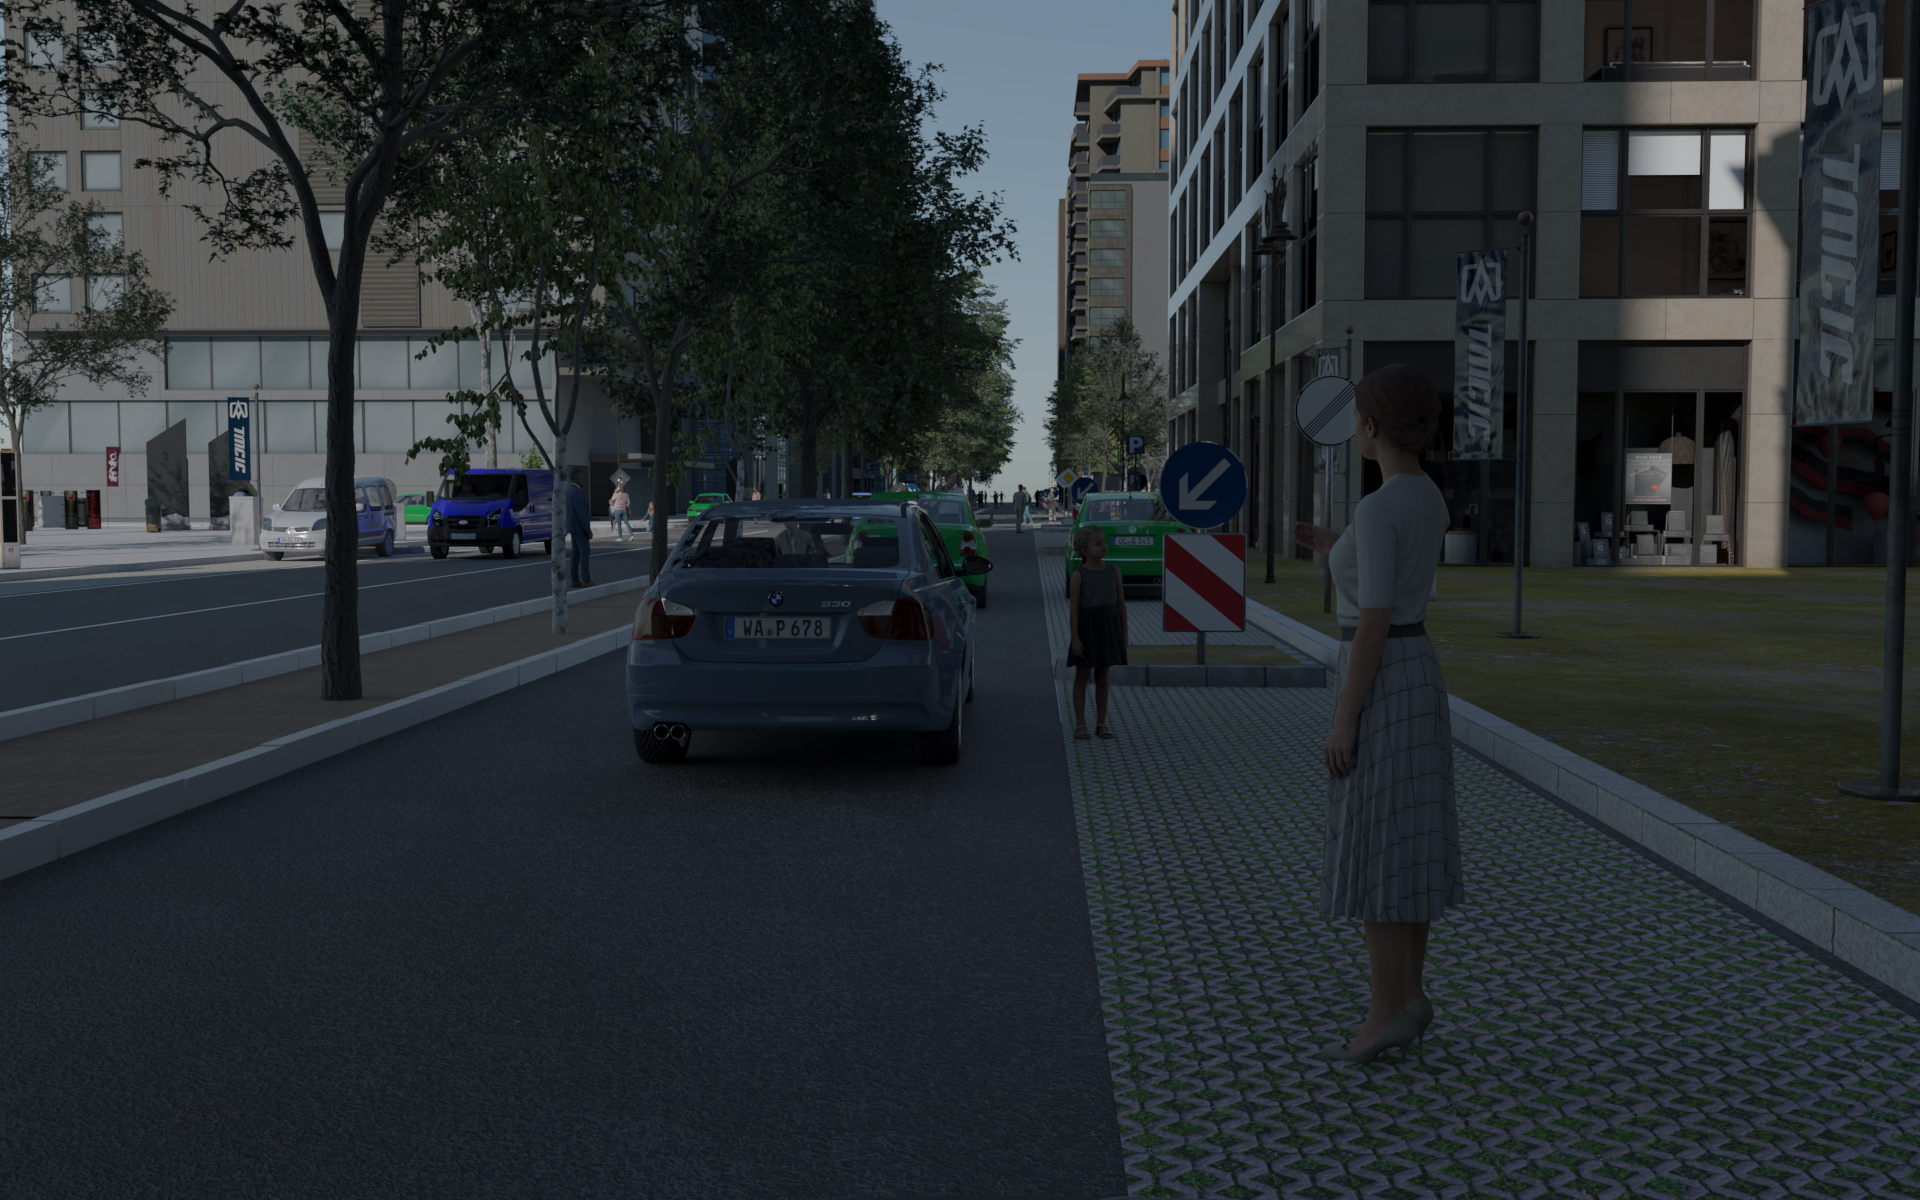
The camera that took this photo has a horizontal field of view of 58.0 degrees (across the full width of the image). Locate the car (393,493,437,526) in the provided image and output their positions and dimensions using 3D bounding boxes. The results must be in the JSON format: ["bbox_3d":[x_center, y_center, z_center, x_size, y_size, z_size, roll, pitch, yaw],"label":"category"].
[{"bbox_3d":[-22.076,-3.716,69.550,4.718,1.807,1.959,0,4,3],"label":"car"}]

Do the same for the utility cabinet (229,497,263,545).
[{"bbox_3d":[-18.069,-2.001,43.879,1.020,1.237,0.306,2,4,34],"label":"utility cabinet"}]

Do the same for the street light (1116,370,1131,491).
[{"bbox_3d":[6.111,-5.637,64.960,0.468,5.910,1.993,0,4,2],"label":"street light"}]

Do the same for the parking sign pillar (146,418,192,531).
[{"bbox_3d":[-28.052,-4.456,61.330,1.447,3.967,1.447,-1,4,-15],"label":"parking sign pillar"}]

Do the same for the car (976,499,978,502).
[{"bbox_3d":[2.597,-16.408,280.072,2.131,1.459,4.920,0,4,1],"label":"car"}]

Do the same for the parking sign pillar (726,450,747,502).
[{"bbox_3d":[-13.779,-7.240,106.843,1.447,3.967,1.447,2,4,25],"label":"parking sign pillar"}]

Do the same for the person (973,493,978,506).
[{"bbox_3d":[1.681,-12.019,205.085,0.705,1.814,1.350,-3,5,-42],"label":"person"}]

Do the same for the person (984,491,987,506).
[{"bbox_3d":[2.913,-12.063,205.600,0.599,1.838,0.709,-1,4,-23],"label":"person"}]

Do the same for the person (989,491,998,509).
[{"bbox_3d":[3.358,-9.922,171.260,0.750,1.759,0.617,-2,4,-30],"label":"person"}]

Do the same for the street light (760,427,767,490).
[{"bbox_3d":[-13.047,-8.656,114.313,0.468,5.910,1.993,0,4,2],"label":"street light"}]

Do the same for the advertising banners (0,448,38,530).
[{"bbox_3d":[-36.065,-4.332,67.014,0.090,3.025,2.074,2,4,30],"label":"advertising banners"}]

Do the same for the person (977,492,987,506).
[{"bbox_3d":[2.312,-10.916,187.695,1.217,1.735,0.721,1,4,20],"label":"person"}]

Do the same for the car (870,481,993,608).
[{"bbox_3d":[-0.529,-0.876,23.117,1.959,1.807,4.718,0,4,0],"label":"car"}]

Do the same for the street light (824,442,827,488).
[{"bbox_3d":[-11.665,-10.894,150.907,0.468,5.910,1.993,0,4,2],"label":"street light"}]

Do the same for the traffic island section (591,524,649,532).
[{"bbox_3d":[-13.006,-2.686,66.198,2.009,0.180,2.903,0,4,2],"label":"traffic island section"}]

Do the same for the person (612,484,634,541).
[{"bbox_3d":[-10.215,-2.665,52.668,0.593,1.750,0.643,-3,5,-42],"label":"person"}]

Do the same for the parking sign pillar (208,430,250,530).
[{"bbox_3d":[-26.006,-4.476,61.652,1.447,3.967,1.447,-1,4,-11],"label":"parking sign pillar"}]

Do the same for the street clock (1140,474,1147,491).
[{"bbox_3d":[6.576,-3.586,63.197,0.471,2.002,0.358,-1,4,-17],"label":"street clock"}]

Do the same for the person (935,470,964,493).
[{"bbox_3d":[-0.224,-1.244,28.935,0.679,1.850,0.850,0,4,4],"label":"person"}]

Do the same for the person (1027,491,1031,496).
[{"bbox_3d":[8.136,-12.031,205.651,0.683,1.767,0.568,-1,4,-15],"label":"person"}]

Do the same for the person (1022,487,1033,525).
[{"bbox_3d":[3.097,-4.445,81.517,0.721,1.781,0.623,-2,4,-29],"label":"person"}]

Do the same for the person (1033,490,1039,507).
[{"bbox_3d":[7.877,-10.251,175.728,1.348,1.869,0.705,-3,4,-38],"label":"person"}]

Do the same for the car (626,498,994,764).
[{"bbox_3d":[-0.811,0.092,10.503,2.014,1.417,4.499,0,4,2],"label":"car"}]

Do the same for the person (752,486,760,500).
[{"bbox_3d":[-9.835,-4.564,83.134,0.555,1.821,0.388,2,4,29],"label":"person"}]

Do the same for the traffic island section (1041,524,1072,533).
[{"bbox_3d":[4.122,-2.644,65.517,2.009,0.180,2.903,0,4,2],"label":"traffic island section"}]

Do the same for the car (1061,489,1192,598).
[{"bbox_3d":[2.422,-0.988,24.947,1.959,1.807,4.718,0,4,4],"label":"car"}]

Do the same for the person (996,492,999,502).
[{"bbox_3d":[6.365,-17.730,298.403,1.348,1.821,0.705,-1,4,-15],"label":"person"}]

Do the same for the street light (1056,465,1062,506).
[{"bbox_3d":[12.558,-15.351,223.770,0.468,5.910,1.993,0,4,2],"label":"street light"}]

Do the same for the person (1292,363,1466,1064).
[{"bbox_3d":[1.024,0.283,4.443,0.524,1.755,0.480,2,4,34],"label":"person"}]

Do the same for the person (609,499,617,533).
[{"bbox_3d":[-12.628,-3.059,63.197,0.332,1.250,0.352,1,4,21],"label":"person"}]

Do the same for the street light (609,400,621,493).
[{"bbox_3d":[-14.644,-6.213,74.363,0.468,5.910,1.993,0,4,2],"label":"street light"}]

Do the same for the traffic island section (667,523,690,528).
[{"bbox_3d":[-12.690,-3.174,74.177,2.009,0.180,2.903,0,4,2],"label":"traffic island section"}]

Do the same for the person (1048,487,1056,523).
[{"bbox_3d":[4.572,-4.694,85.797,0.362,1.759,0.519,2,4,27],"label":"person"}]

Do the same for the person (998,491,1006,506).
[{"bbox_3d":[5.124,-12.595,214.449,1.348,1.821,0.705,2,4,34],"label":"person"}]

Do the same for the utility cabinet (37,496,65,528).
[{"bbox_3d":[-34.723,-3.367,66.212,0.306,1.237,1.020,2,4,24],"label":"utility cabinet"}]

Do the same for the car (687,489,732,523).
[{"bbox_3d":[-12.030,-4.600,84.002,1.959,1.807,4.718,0,4,2],"label":"car"}]

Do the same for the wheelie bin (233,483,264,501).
[{"bbox_3d":[-20.437,-2.558,49.725,0.693,1.594,0.980,0,4,-6],"label":"wheelie bin"}]

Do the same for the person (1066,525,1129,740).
[{"bbox_3d":[0.810,0.187,10.117,0.362,1.253,0.373,-1,4,-14],"label":"person"}]

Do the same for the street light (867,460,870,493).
[{"bbox_3d":[-10.159,-13.435,192.448,0.468,5.910,1.993,0,4,2],"label":"street light"}]

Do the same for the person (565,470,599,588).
[{"bbox_3d":[-5.840,-1.092,26.541,0.419,1.800,0.721,-3,5,-39],"label":"person"}]

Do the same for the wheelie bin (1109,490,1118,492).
[{"bbox_3d":[11.546,-7.515,130.772,0.980,1.594,0.693,1,4,21],"label":"wheelie bin"}]

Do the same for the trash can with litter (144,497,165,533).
[{"bbox_3d":[-26.806,-2.831,57.674,0.624,1.170,1.055,-2,4,-25],"label":"trash can with litter"}]

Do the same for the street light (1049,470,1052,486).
[{"bbox_3d":[15.862,-20.479,307.611,0.468,5.910,1.993,0,4,2],"label":"street light"}]

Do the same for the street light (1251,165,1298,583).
[{"bbox_3d":[4.467,-3.179,24.759,0.468,5.910,1.993,0,4,2],"label":"street light"}]

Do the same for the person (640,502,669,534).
[{"bbox_3d":[-10.942,-2.950,62.236,1.012,1.151,0.738,0,4,-2],"label":"person"}]

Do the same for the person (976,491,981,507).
[{"bbox_3d":[2.252,-11.586,198.073,0.705,1.807,1.348,3,5,40],"label":"person"}]

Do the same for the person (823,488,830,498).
[{"bbox_3d":[-7.465,-5.403,97.423,0.593,1.750,0.643,2,4,30],"label":"person"}]

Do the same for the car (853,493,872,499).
[{"bbox_3d":[-5.069,-4.801,88.091,1.945,1.707,3.694,0,4,1],"label":"car"}]

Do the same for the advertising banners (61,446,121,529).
[{"bbox_3d":[-31.713,-4.104,63.284,2.074,3.025,0.090,-3,5,-42],"label":"advertising banners"}]

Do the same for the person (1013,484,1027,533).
[{"bbox_3d":[2.248,-3.353,63.515,0.606,1.804,0.583,2,4,32],"label":"person"}]

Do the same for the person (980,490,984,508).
[{"bbox_3d":[2.284,-10.538,180.799,0.705,1.823,1.348,-1,4,-8],"label":"person"}]
